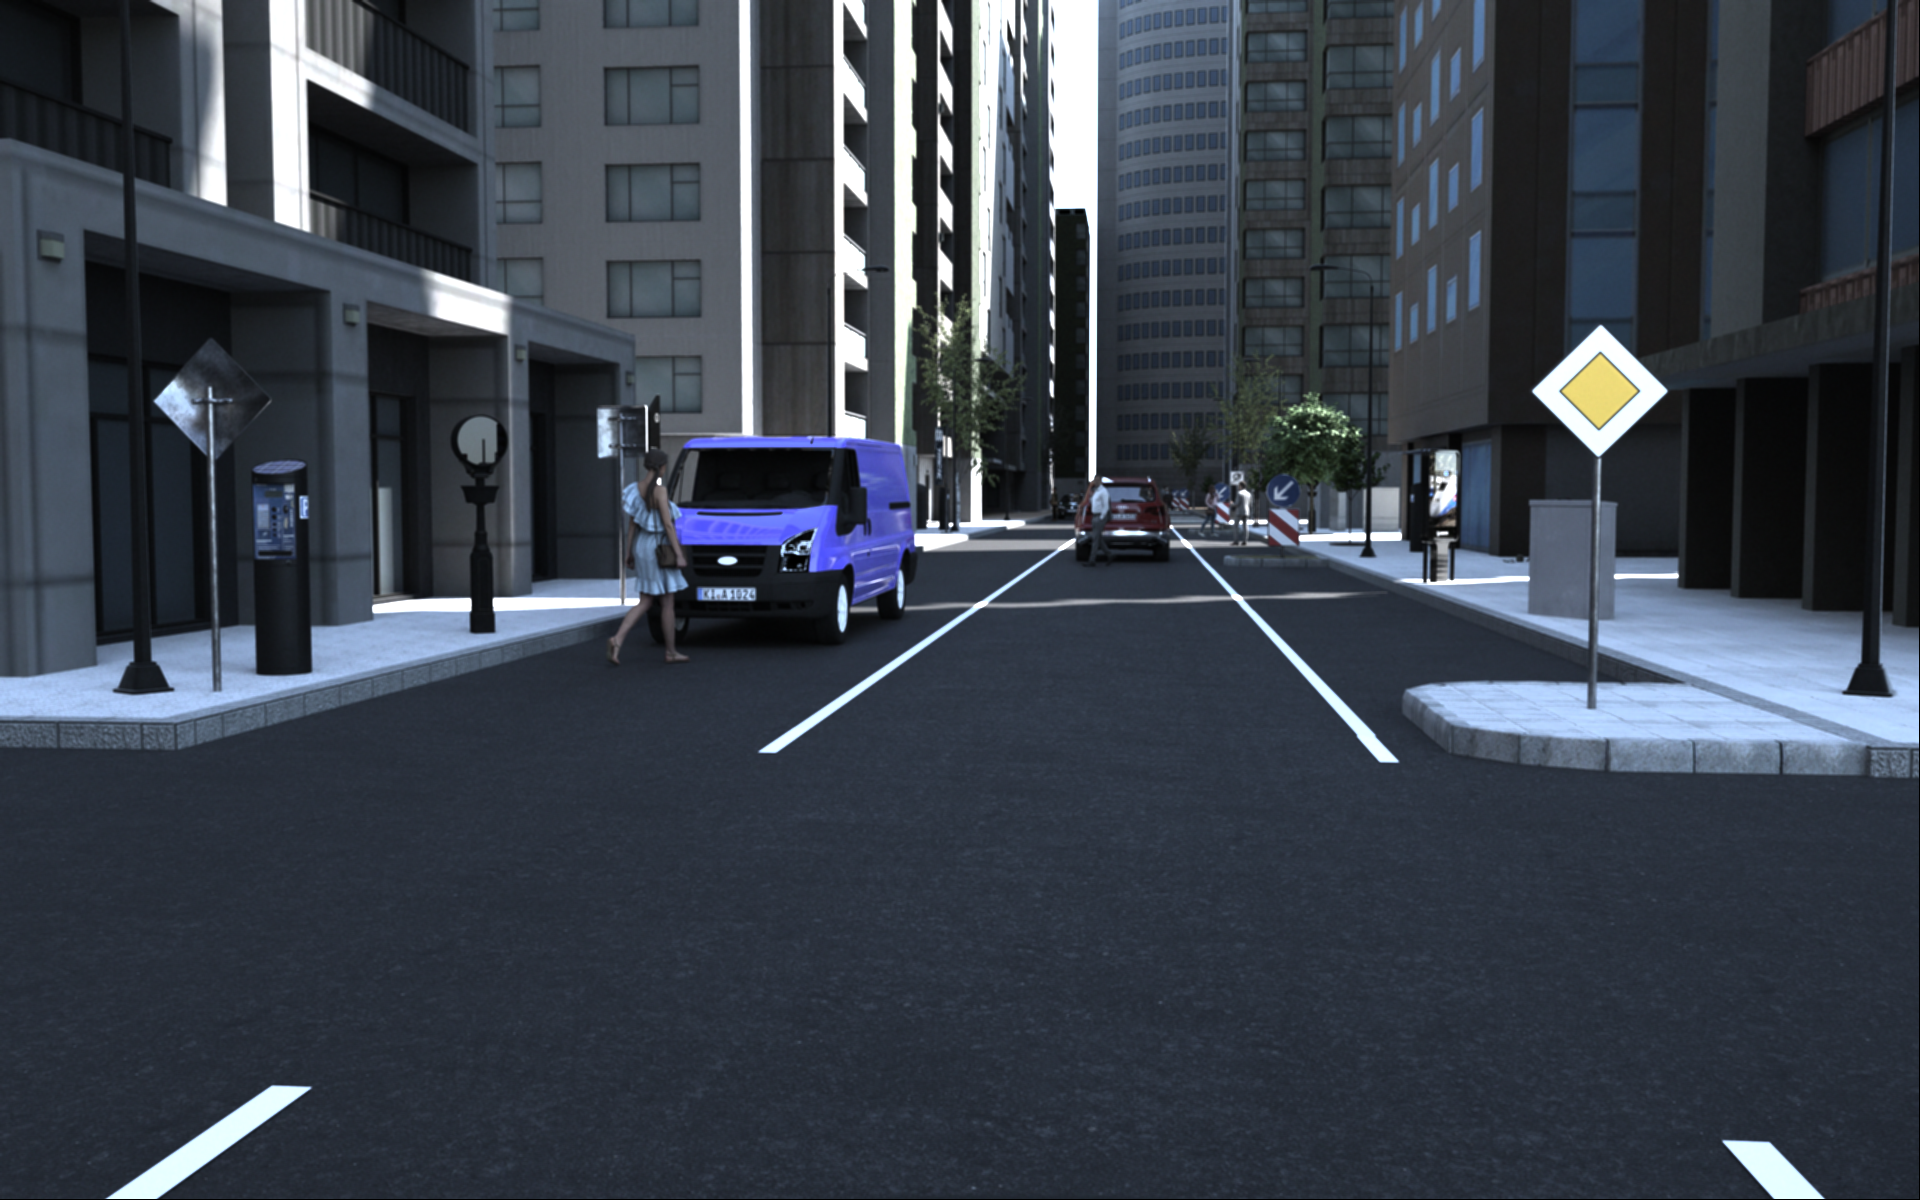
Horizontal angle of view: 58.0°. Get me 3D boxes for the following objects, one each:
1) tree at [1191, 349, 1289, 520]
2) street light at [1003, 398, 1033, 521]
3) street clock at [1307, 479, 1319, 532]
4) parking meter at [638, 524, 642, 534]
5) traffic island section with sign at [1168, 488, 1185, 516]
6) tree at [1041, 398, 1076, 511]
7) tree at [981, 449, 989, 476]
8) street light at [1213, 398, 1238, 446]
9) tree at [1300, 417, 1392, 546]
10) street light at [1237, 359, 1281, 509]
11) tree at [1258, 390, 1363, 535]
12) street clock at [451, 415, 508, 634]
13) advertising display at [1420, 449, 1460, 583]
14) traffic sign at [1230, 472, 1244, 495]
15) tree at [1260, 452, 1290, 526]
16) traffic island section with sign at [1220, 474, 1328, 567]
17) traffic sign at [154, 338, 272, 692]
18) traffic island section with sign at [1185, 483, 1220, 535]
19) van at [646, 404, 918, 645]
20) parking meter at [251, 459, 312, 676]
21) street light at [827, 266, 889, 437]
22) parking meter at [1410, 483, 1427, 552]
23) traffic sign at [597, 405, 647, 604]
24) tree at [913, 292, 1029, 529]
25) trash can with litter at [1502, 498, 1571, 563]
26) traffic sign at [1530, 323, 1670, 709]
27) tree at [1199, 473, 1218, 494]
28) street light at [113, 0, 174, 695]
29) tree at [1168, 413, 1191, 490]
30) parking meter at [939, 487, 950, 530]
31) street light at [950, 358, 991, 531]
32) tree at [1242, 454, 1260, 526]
[{"bbox_3d":[14.526,-8.349,86.862,4.737,8.622,4.395,0,3,0],"label":"tree"},{"bbox_3d":[2.819,-6.801,83.734,1.470,5.913,1.316,0,4,6],"label":"street light"},{"bbox_3d":[11.913,-3.303,58.566,0.471,2.002,0.358,-3,5,-40],"label":"street clock"},{"bbox_3d":[-7.417,-1.941,40.151,0.372,1.533,0.369,0,3,0],"label":"parking meter"},{"bbox_3d":[14.391,-6.335,112.210,1.989,1.847,2.006,0,4,6],"label":"traffic island section with sign"},{"bbox_3d":[6.722,-11.108,131.983,4.360,8.622,3.978,0,3,0],"label":"tree"},{"bbox_3d":[-0.305,-6.183,84.811,4.285,4.588,4.351,0,3,0],"label":"tree"},{"bbox_3d":[12.908,-6.808,83.846,1.470,5.913,1.316,0,4,6],"label":"street light"},{"bbox_3d":[9.669,-2.975,43.235,1.663,3.219,1.824,0,3,0],"label":"tree"},{"bbox_3d":[10.411,-5.317,59.476,1.470,5.913,1.316,0,4,6],"label":"street light"},{"bbox_3d":[10.969,-4.326,54.446,4.285,4.588,4.351,0,3,0],"label":"tree"},{"bbox_3d":[-4.421,-0.698,15.977,0.471,2.002,0.358,-2,4,-29],"label":"street clock"},{"bbox_3d":[6.977,-1.221,25.180,0.123,1.923,0.974,3,5,42],"label":"advertising display"},{"bbox_3d":[12.374,-4.605,77.420,0.606,2.300,0.079,1,4,9],"label":"traffic sign"},{"bbox_3d":[11.879,-4.158,62.589,1.663,3.219,1.824,0,3,0],"label":"tree"},{"bbox_3d":[6.376,-1.618,35.074,1.989,1.847,2.006,0,4,6],"label":"traffic island section with sign"},{"bbox_3d":[-4.825,-0.462,11.195,0.795,2.450,0.064,0,4,6],"label":"traffic sign"},{"bbox_3d":[9.174,-3.257,61.884,1.989,1.847,2.006,0,4,6],"label":"traffic island section with sign"},{"bbox_3d":[-1.793,-0.853,18.334,2.240,2.365,5.245,0,4,7],"label":"van"},{"bbox_3d":[-4.845,-0.242,12.374,0.372,1.533,0.369,0,3,0],"label":"parking meter"},{"bbox_3d":[-2.138,-3.846,35.427,1.470,5.913,1.316,0,4,6],"label":"street light"},{"bbox_3d":[10.179,-1.835,38.415,0.372,1.533,0.369,0,3,0],"label":"parking meter"},{"bbox_3d":[-3.913,-1.097,20.059,0.606,2.300,0.079,1,4,12],"label":"traffic sign"},{"bbox_3d":[0.075,-6.903,63.224,4.737,8.622,4.395,0,3,0],"label":"tree"},{"bbox_3d":[11.141,-1.345,33.051,2.233,1.210,1.678,-2,4,-26],"label":"trash can with litter"},{"bbox_3d":[3.771,-0.406,10.284,0.795,2.450,0.064,0,4,6],"label":"traffic sign"},{"bbox_3d":[21.075,-9.341,147.328,1.663,3.219,1.824,0,3,0],"label":"tree"},{"bbox_3d":[-4.764,-2.353,11.006,1.470,5.913,1.316,0,4,6],"label":"street light"},{"bbox_3d":[20.574,-12.460,154.089,4.737,8.622,4.395,0,3,0],"label":"tree"},{"bbox_3d":[-0.567,-3.273,61.926,0.372,1.533,0.369,0,3,0],"label":"parking meter"},{"bbox_3d":[0.344,-5.310,59.366,1.470,5.913,1.316,0,4,6],"label":"street light"},{"bbox_3d":[12.634,-4.651,70.650,1.663,3.219,1.824,0,3,0],"label":"tree"}]
